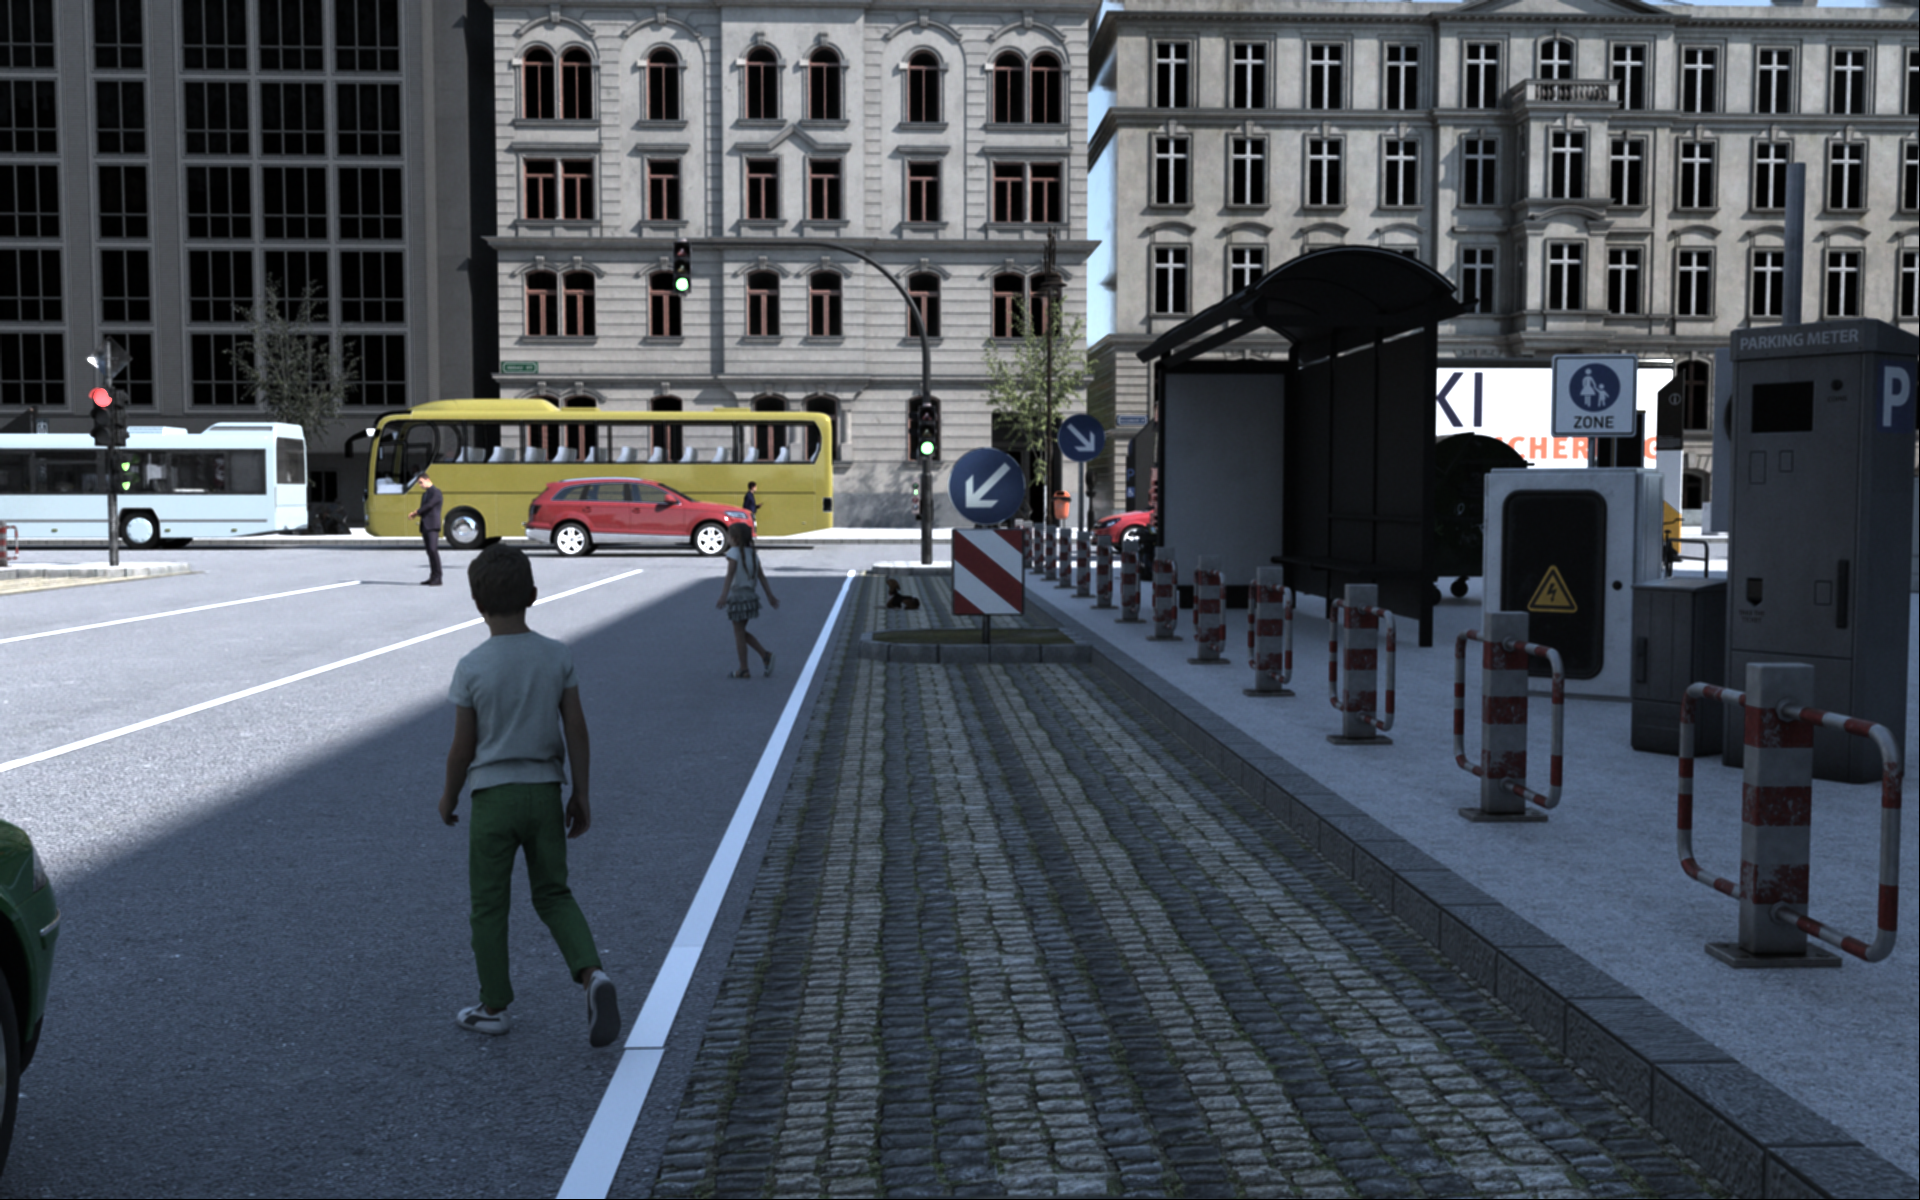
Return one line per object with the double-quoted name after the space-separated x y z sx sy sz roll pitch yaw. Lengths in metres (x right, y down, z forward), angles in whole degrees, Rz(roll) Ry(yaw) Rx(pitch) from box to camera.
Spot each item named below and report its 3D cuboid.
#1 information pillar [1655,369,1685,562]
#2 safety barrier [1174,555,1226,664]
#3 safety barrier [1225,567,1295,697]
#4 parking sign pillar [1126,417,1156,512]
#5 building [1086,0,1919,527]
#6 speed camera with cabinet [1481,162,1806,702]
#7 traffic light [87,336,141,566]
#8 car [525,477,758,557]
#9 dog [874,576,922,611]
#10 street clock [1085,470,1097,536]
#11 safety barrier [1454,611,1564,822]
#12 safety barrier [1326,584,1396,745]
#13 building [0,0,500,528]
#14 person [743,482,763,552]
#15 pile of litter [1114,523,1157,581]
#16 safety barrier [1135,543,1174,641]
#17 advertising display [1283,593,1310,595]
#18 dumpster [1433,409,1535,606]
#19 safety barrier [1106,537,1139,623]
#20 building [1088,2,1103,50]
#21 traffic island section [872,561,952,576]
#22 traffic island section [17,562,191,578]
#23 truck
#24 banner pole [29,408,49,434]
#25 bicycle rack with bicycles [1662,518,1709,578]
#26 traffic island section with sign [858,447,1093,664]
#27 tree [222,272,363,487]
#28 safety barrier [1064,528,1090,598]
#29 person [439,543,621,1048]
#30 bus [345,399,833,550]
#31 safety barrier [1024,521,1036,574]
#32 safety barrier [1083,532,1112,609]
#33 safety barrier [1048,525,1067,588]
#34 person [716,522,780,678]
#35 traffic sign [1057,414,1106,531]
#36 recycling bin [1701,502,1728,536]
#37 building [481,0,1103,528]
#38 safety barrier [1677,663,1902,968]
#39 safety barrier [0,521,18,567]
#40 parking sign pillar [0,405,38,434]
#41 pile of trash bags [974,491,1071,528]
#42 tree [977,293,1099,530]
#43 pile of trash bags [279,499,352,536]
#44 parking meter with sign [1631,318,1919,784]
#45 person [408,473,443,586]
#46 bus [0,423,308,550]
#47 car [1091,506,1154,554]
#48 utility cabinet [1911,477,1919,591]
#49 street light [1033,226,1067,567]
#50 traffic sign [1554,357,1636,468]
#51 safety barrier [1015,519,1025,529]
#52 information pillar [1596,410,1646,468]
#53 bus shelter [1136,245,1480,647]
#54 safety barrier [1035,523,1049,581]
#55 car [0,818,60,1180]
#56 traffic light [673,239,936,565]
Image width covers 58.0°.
13.413 -2.530 32.728 0.504 3.616 0.183 3 4 36 "information pillar"
1.887 0.071 13.118 0.300 0.817 1.120 0 4 -2 "safety barrier"
1.970 0.198 11.032 0.300 0.817 1.120 0 4 -2 "safety barrier"
6.084 -4.224 57.527 1.447 3.967 1.447 -3 5 -44 "parking sign pillar"
22.649 -15.484 72.242 34.723 24.649 14.460 0 4 -2 "building"
4.336 -1.002 10.713 2.038 3.252 0.660 3 4 36 "speed camera with cabinet"
-15.080 -2.561 30.798 0.839 4.253 0.868 0 4 -2 "traffic light"
-7.372 -1.929 40.212 5.304 1.827 2.281 0 4 -4 "car"
-0.760 -0.075 21.418 0.550 0.427 0.748 -1 4 -12 "dog"
3.992 -2.951 52.817 0.358 2.002 0.471 1 4 21 "street clock"
2.149 0.455 6.834 0.300 0.817 1.120 0 4 -2 "safety barrier"
2.062 0.327 8.921 0.300 0.817 1.120 0 4 -2 "safety barrier"
-30.471 -16.869 69.320 24.014 27.812 14.314 0 4 -2 "building"
-5.125 -2.059 42.868 0.504 1.737 0.576 -1 4 -9 "person"
3.025 -0.723 25.790 1.176 0.858 1.719 -1 4 -22 "pile of litter"
1.795 -0.057 15.203 0.300 0.817 1.120 0 4 -2 "safety barrier"
4.057 -1.043 22.264 0.974 1.923 0.123 2 4 30 "advertising display"
5.804 -1.109 20.631 1.502 2.255 1.985 0 4 -2 "dumpster"
1.702 -0.185 17.306 0.300 0.817 1.120 0 4 -2 "safety barrier"
20.856 -37.069 148.078 21.231 58.520 28.212 0 4 -2 "building"
-0.592 -0.566 31.540 2.009 0.180 2.903 0 4 -2 "traffic island section"
-15.121 -0.529 30.931 2.009 0.180 2.903 0 4 -2 "traffic island section"
9.073 -2.926 36.751 11.283 4.237 2.839 0 4 -3 "truck"
-26.784 -3.692 50.387 0.863 3.779 0.401 1 4 18 "banner pole"
9.697 -0.741 25.494 2.852 0.926 2.925 0 4 6 "bicycle rack with bicycles"
0.092 -0.420 15.491 1.989 1.847 2.006 0 4 -2 "traffic island section with sign"
-22.502 -6.616 58.535 4.360 8.622 3.978 0 3 0 "tree"
1.532 -0.442 21.495 0.300 0.817 1.120 0 4 -2 "safety barrier"
-1.127 0.504 4.509 0.590 1.304 0.306 3 5 39 "person"
-9.469 -3.295 45.420 12.252 3.916 2.896 0 4 -3 "bus"
1.264 -0.826 27.776 0.300 0.817 1.120 0 4 -2 "safety barrier"
1.617 -0.314 19.406 0.300 0.817 1.120 0 4 -2 "safety barrier"
1.436 -0.570 23.590 0.300 0.817 1.120 0 4 -2 "safety barrier"
-1.665 0.006 13.419 0.382 1.210 0.505 2 4 27 "person"
1.931 -1.683 27.630 0.768 2.556 0.104 0 4 -2 "traffic sign"
23.529 -2.517 53.706 0.722 1.027 0.722 -1 4 -17 "recycling bin"
-6.459 -17.332 70.773 23.554 28.519 14.401 0 4 -2 "building"
2.238 0.583 4.749 0.300 0.817 1.120 0 4 -2 "safety barrier"
-16.792 -0.982 30.333 0.300 0.817 1.120 0 4 -2 "safety barrier"
-28.483 -3.915 52.477 1.447 3.967 1.447 0 4 1 "parking sign pillar"
2.074 -2.949 57.965 3.447 1.369 1.912 1 4 22 "pile of trash bags"
2.821 -6.806 61.646 4.737 8.622 4.395 0 3 0 "tree"
-20.756 -2.764 54.947 1.912 1.369 3.447 -3 5 -41 "pile of trash bags"
3.957 -0.715 7.957 0.543 3.016 1.738 -2 4 -34 "parking meter with sign"
-8.406 -1.118 27.234 0.568 1.767 0.683 -3 5 -45 "person"
-24.188 -3.079 45.197 13.247 3.499 2.948 0 4 -3 "bus"
5.421 -2.028 42.206 4.494 1.783 2.155 0 4 -3 "car"
12.239 -0.872 22.932 0.318 1.500 1.173 -3 5 -40 "utility cabinet"
1.554 -3.510 30.169 0.468 5.910 1.993 0 4 -2 "street light"
4.635 -0.649 12.736 0.606 2.300 0.079 0 4 5 "traffic sign"
1.173 -0.953 29.861 0.300 0.817 1.120 0 4 -2 "safety barrier"
5.811 -0.660 15.277 0.304 2.012 0.304 0 4 -7 "information pillar"
3.101 -1.403 16.868 2.014 3.302 5.546 0 4 -2 "bus shelter"
1.348 -0.697 25.675 0.300 0.817 1.120 0 4 -2 "safety barrier"
-2.632 0.437 1.656 1.959 1.807 4.718 0 4 -3 "car"
-2.719 -3.457 31.195 4.771 5.953 1.251 0 4 -2 "traffic light"
